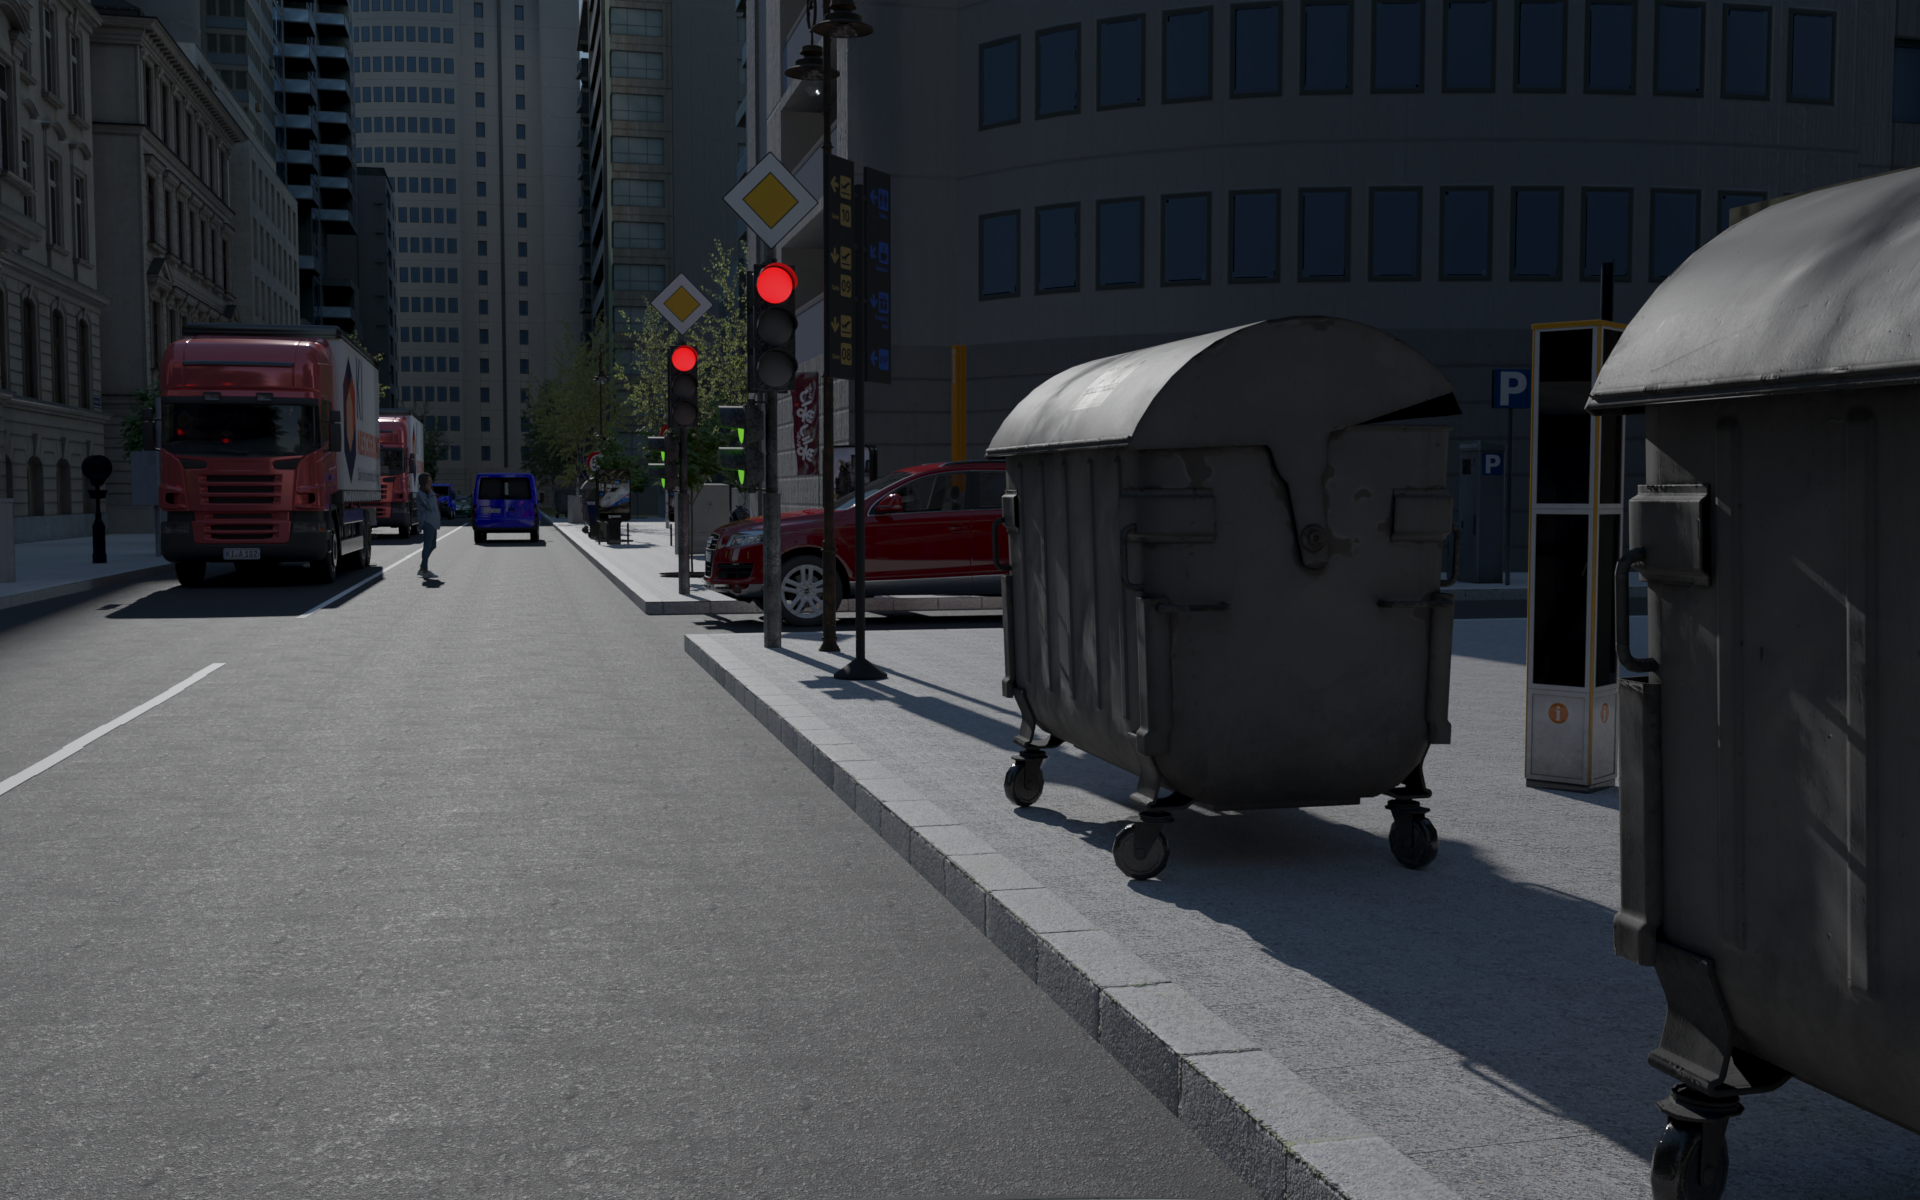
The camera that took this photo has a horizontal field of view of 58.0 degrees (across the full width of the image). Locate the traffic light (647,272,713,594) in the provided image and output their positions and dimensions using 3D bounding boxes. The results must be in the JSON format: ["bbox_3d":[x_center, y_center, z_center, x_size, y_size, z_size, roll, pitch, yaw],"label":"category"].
[{"bbox_3d":[-3.559,-2.031,22.128,0.839,4.253,0.868,-1,4,-14],"label":"traffic light"}]

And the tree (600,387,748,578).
[{"bbox_3d":[-4.309,-1.981,26.985,1.663,3.219,1.824,0,3,0],"label":"tree"}]

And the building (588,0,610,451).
[{"bbox_3d":[-16.423,-30.961,129.917,21.300,48.544,21.600,-1,4,-14],"label":"building"}]

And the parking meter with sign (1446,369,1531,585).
[{"bbox_3d":[7.564,-1.761,25.046,0.543,3.016,1.738,-1,4,-9],"label":"parking meter with sign"}]

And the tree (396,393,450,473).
[{"bbox_3d":[-39.925,-10.820,127.268,4.737,8.622,4.395,0,3,0],"label":"tree"}]

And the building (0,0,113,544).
[{"bbox_3d":[-27.590,-13.270,36.048,14.460,24.649,34.723,-1,4,-14],"label":"building"}]

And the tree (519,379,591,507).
[{"bbox_3d":[-39.641,-15.438,170.540,7.486,12.596,7.792,0,3,0],"label":"tree"}]

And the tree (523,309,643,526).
[{"bbox_3d":[-14.880,-7.299,69.708,4.737,8.622,4.395,0,3,0],"label":"tree"}]

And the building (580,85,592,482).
[{"bbox_3d":[-33.772,-32.889,187.839,14.200,45.320,14.600,-1,4,-14],"label":"building"}]

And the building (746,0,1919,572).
[{"bbox_3d":[10.464,-30.288,37.206,28.212,58.520,21.231,-1,4,-14],"label":"building"}]

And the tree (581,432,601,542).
[{"bbox_3d":[-9.397,-3.167,46.374,1.663,3.219,1.824,0,3,0],"label":"tree"}]

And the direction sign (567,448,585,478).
[{"bbox_3d":[-18.899,-5.711,85.378,0.876,3.537,0.379,0,4,6],"label":"direction sign"}]

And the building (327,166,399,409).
[{"bbox_3d":[-57.522,-23.382,153.989,14.107,30.474,14.160,-1,4,-14],"label":"building"}]

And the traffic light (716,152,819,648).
[{"bbox_3d":[-1.587,-1.558,14.390,0.839,4.253,0.868,-1,4,-14],"label":"traffic light"}]

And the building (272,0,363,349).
[{"bbox_3d":[-55.286,-49.791,126.746,22.319,86.520,31.000,-1,4,-14],"label":"building"}]

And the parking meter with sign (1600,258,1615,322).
[{"bbox_3d":[5.646,-1.013,12.829,1.738,3.016,0.543,1,4,20],"label":"parking meter with sign"}]

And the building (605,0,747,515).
[{"bbox_3d":[-15.709,-26.193,111.856,14.154,41.232,14.086,-1,4,-14],"label":"building"}]

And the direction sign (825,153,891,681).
[{"bbox_3d":[-0.694,-1.222,11.984,0.379,3.537,0.876,2,4,26],"label":"direction sign"}]

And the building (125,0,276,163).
[{"bbox_3d":[-53.286,-24.954,99.871,32.217,40.220,23.993,-1,4,-14],"label":"building"}]

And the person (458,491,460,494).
[{"bbox_3d":[-43.701,-8.656,150.958,0.756,1.711,0.436,1,4,19],"label":"person"}]

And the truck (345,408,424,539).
[{"bbox_3d":[-19.759,-4.278,58.862,2.839,4.237,11.283,-1,4,-15],"label":"truck"}]

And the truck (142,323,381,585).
[{"bbox_3d":[-12.051,-2.565,30.854,2.839,4.237,11.283,-1,4,-14],"label":"truck"}]

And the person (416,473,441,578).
[{"bbox_3d":[-9.137,-1.278,29.662,0.793,1.790,0.793,-3,4,-36],"label":"person"}]

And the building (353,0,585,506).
[{"bbox_3d":[-55.264,-39.383,185.910,28.212,58.520,21.231,-1,4,-14],"label":"building"}]

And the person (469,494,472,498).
[{"bbox_3d":[-35.013,-7.117,125.002,1.348,1.807,0.705,0,4,-2],"label":"person"}]

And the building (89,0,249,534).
[{"bbox_3d":[-32.749,-12.126,62.894,10.561,19.102,19.286,-1,4,-14],"label":"building"}]

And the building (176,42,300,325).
[{"bbox_3d":[-37.449,-13.845,81.115,10.420,20.320,16.860,-1,4,-14],"label":"building"}]

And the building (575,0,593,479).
[{"bbox_3d":[-22.671,-30.599,154.923,22.147,44.769,28.867,-1,4,-14],"label":"building"}]

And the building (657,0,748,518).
[{"bbox_3d":[-2.285,-47.068,82.233,22.319,86.520,31.000,-1,4,-14],"label":"building"}]

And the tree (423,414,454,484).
[{"bbox_3d":[-48.497,-12.723,158.386,4.360,8.622,3.978,0,3,0],"label":"tree"}]

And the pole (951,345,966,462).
[{"bbox_3d":[-0.017,-1.834,23.822,0.158,3.312,0.155,0,3,0],"label":"pole"}]

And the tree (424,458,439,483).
[{"bbox_3d":[-42.053,-9.202,134.167,4.285,4.588,4.351,0,3,0],"label":"tree"}]
